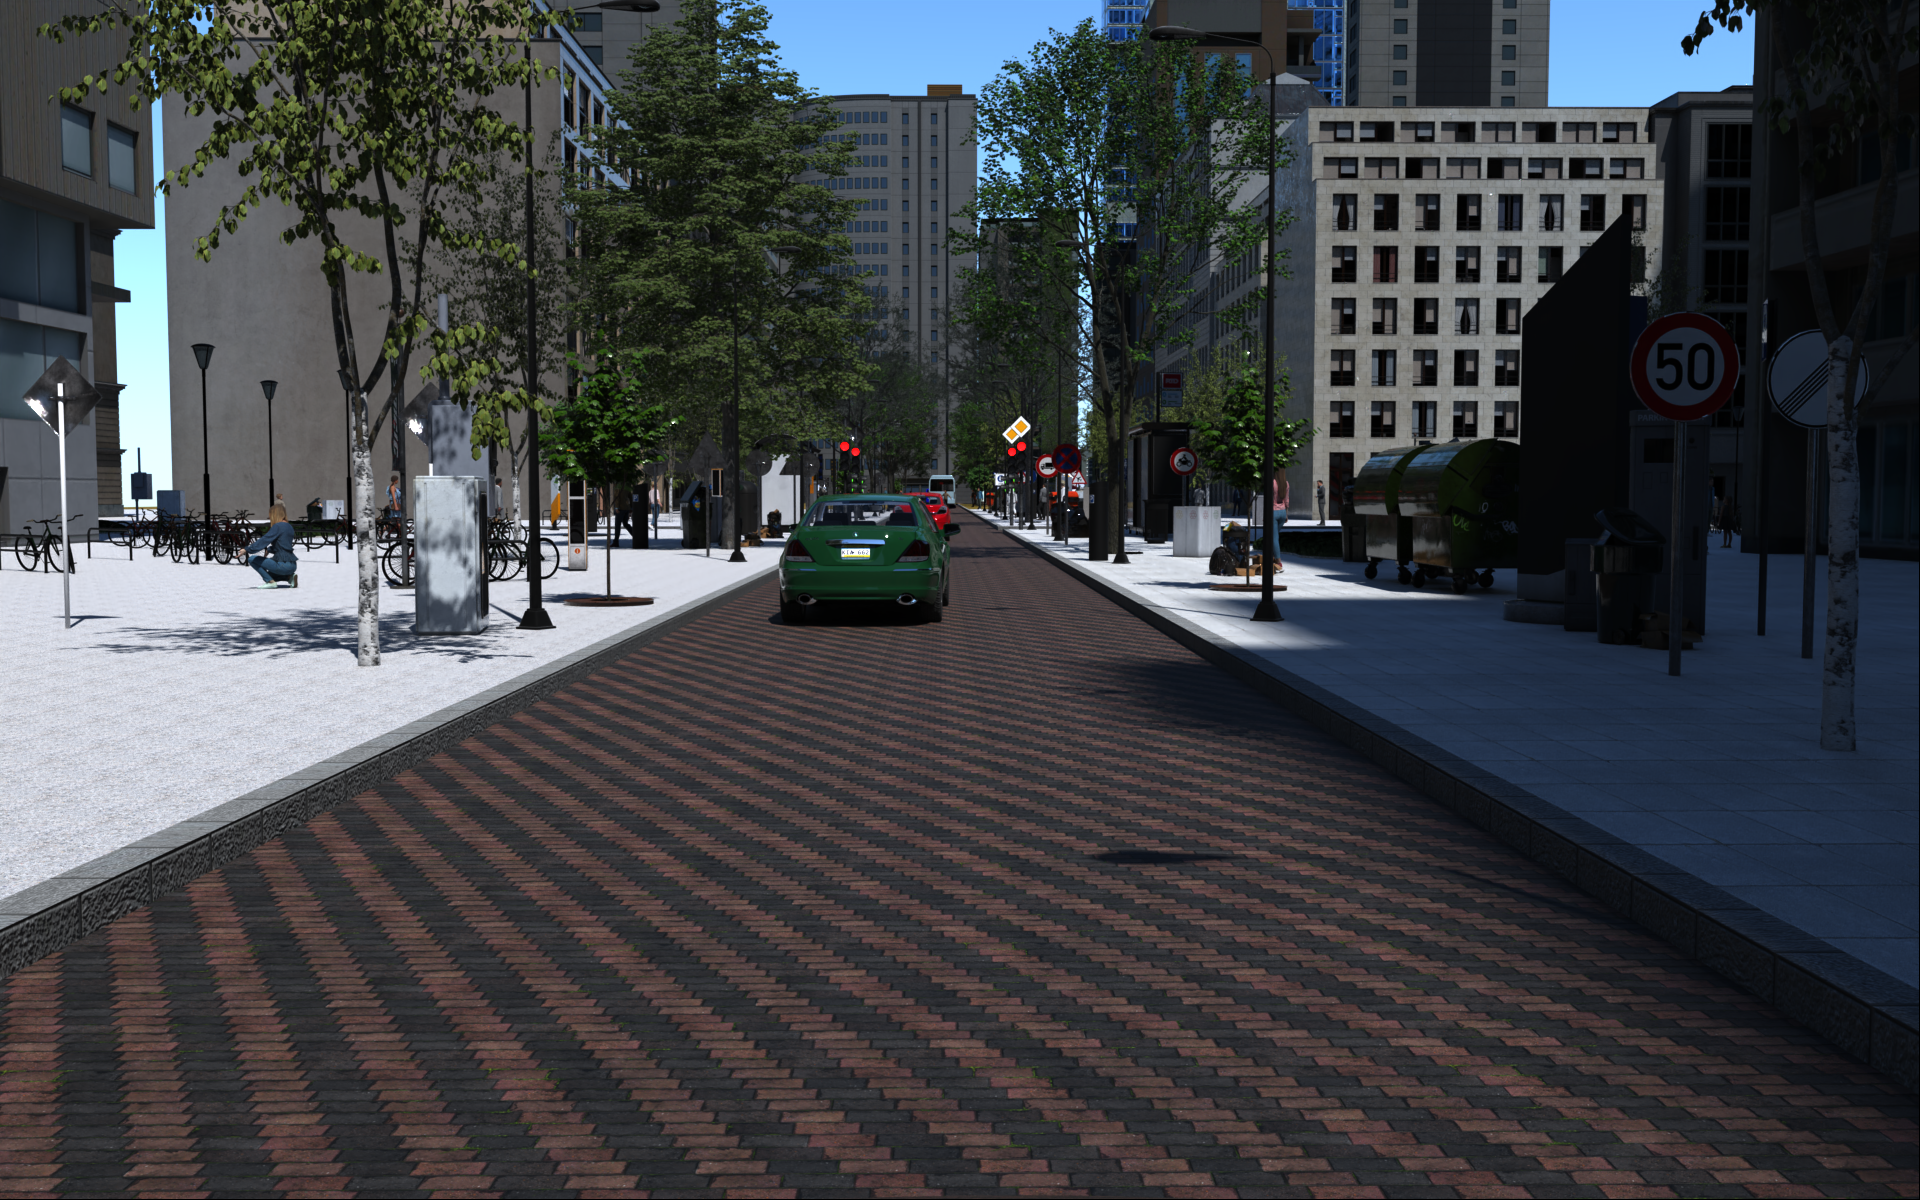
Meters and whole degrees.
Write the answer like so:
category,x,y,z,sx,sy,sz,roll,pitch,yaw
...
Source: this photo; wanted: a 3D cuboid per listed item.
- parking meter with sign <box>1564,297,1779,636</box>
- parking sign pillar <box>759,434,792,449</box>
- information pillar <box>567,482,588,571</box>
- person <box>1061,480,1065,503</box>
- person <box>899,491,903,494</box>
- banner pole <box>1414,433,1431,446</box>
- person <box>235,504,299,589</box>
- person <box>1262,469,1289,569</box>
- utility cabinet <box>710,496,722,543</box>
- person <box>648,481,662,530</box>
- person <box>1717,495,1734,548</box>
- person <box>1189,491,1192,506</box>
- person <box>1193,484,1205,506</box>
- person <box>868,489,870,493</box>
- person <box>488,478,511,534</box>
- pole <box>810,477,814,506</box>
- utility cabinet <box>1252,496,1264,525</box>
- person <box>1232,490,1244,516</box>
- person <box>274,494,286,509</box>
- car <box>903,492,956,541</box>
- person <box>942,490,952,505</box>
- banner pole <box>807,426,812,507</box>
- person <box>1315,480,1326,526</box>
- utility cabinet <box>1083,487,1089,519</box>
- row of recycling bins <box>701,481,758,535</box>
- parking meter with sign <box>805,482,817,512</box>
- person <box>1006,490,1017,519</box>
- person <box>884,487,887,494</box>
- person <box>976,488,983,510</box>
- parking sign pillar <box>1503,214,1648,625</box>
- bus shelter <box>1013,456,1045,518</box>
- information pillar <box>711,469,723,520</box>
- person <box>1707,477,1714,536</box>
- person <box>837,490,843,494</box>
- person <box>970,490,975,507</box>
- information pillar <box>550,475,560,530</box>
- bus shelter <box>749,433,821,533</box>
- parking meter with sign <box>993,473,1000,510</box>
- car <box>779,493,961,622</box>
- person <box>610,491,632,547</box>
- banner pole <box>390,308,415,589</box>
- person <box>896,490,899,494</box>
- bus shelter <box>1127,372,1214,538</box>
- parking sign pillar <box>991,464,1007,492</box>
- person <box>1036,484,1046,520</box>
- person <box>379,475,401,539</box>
category,x,y,z,sx,sy,sz,roll,pitch,yaw
parking meter with sign,6.501,-1.202,15.921,1.738,3.016,0.543,1,4,21
parking sign pillar,-8.360,-5.463,77.800,1.447,3.967,1.447,-2,4,-33
information pillar,-6.374,-1.491,28.870,0.304,2.012,0.304,0,4,-8
person,4.187,-3.917,69.965,0.818,1.842,0.514,-2,4,-26
person,-6.520,-11.244,190.416,0.617,1.759,0.750,1,4,14
banner pole,18.930,-4.970,71.282,0.863,3.779,0.401,2,4,33
person,-9.401,-0.730,23.477,0.738,1.151,1.012,1,4,13
person,5.441,-1.449,29.750,0.555,1.821,0.388,-3,5,-44
utility cabinet,-6.816,-2.126,45.928,1.020,1.237,0.306,1,4,20
person,-10.788,-3.328,61.133,0.731,1.740,0.598,2,4,29
person,18.227,-1.868,41.251,0.362,1.253,0.373,-1,4,-15
person,15.707,-6.957,120.146,0.694,1.780,0.624,2,4,29
person,11.865,-4.865,85.792,0.606,1.804,0.583,1,4,15
person,-8.485,-9.493,162.061,0.445,1.727,0.742,2,4,27
person,-14.892,-3.021,55.712,0.678,1.792,0.850,3,5,40
pole,-6.528,-5.042,76.287,0.158,3.312,0.155,0,3,0
utility cabinet,12.490,-3.662,71.042,1.020,1.237,0.306,3,5,42
person,16.125,-5.777,100.672,0.721,1.800,0.419,1,4,9
person,-23.612,-3.043,60.074,0.475,1.303,0.640,0,4,-4
car,-1.198,-2.762,54.207,2.155,1.783,4.494,0,4,0
person,-1.304,-8.984,155.394,1.348,1.823,0.705,2,4,29
banner pole,-4.898,-4.067,56.505,0.401,3.779,0.863,-1,4,-14
person,14.615,-3.941,70.286,0.447,1.846,0.655,0,4,3
utility cabinet,4.569,-2.896,56.035,1.173,1.500,0.318,3,4,36
row of recycling bins,-7.542,-2.955,55.434,1.069,1.692,3.534,-3,5,-39
parking meter with sign,-9.175,-6.766,106.880,1.738,3.016,0.543,-1,4,-11
person,2.690,-5.100,89.302,0.514,1.842,0.818,-1,4,-16
person,-5.954,-8.184,139.719,0.748,1.841,0.638,1,4,8
person,1.589,-8.148,139.606,0.444,1.785,0.601,-3,5,-42
parking sign pillar,6.263,-1.772,17.443,1.447,3.967,1.447,-2,4,-26
bus shelter,3.754,-6.195,95.214,2.014,3.302,5.546,0,4,-1
information pillar,-7.038,-2.815,50.525,0.304,2.012,0.304,2,4,24
person,22.649,-2.821,52.508,0.601,1.785,0.444,-1,4,-13
person,-6.557,-5.400,94.749,0.576,1.772,0.534,0,4,7
person,1.191,-10.012,170.555,0.721,1.723,1.217,1,4,11
information pillar,-14.310,-4.272,61.209,0.183,3.616,0.504,-3,5,-44
bus shelter,-5.993,-4.038,59.945,2.014,3.302,5.546,0,4,-1
parking meter with sign,3.053,-8.739,139.137,0.543,3.016,1.738,0,4,-7
car,-1.069,-0.553,20.834,2.131,1.459,4.920,0,4,1
person,-8.133,-2.200,41.921,0.836,1.842,0.656,0,4,-4
banner pole,-7.525,-2.030,23.215,0.401,3.779,0.863,0,4,-6
person,-5.741,-9.303,159.624,0.415,1.643,0.593,-2,4,-30
bus shelter,6.301,-4.713,54.688,2.179,5.291,8.768,0,4,-1
parking sign pillar,3.300,-9.540,144.451,1.447,3.967,1.447,1,4,17
person,4.077,-4.856,85.621,0.592,1.802,0.473,-2,4,-26
person,-16.007,-2.616,48.907,0.778,1.811,0.616,-1,4,-19
